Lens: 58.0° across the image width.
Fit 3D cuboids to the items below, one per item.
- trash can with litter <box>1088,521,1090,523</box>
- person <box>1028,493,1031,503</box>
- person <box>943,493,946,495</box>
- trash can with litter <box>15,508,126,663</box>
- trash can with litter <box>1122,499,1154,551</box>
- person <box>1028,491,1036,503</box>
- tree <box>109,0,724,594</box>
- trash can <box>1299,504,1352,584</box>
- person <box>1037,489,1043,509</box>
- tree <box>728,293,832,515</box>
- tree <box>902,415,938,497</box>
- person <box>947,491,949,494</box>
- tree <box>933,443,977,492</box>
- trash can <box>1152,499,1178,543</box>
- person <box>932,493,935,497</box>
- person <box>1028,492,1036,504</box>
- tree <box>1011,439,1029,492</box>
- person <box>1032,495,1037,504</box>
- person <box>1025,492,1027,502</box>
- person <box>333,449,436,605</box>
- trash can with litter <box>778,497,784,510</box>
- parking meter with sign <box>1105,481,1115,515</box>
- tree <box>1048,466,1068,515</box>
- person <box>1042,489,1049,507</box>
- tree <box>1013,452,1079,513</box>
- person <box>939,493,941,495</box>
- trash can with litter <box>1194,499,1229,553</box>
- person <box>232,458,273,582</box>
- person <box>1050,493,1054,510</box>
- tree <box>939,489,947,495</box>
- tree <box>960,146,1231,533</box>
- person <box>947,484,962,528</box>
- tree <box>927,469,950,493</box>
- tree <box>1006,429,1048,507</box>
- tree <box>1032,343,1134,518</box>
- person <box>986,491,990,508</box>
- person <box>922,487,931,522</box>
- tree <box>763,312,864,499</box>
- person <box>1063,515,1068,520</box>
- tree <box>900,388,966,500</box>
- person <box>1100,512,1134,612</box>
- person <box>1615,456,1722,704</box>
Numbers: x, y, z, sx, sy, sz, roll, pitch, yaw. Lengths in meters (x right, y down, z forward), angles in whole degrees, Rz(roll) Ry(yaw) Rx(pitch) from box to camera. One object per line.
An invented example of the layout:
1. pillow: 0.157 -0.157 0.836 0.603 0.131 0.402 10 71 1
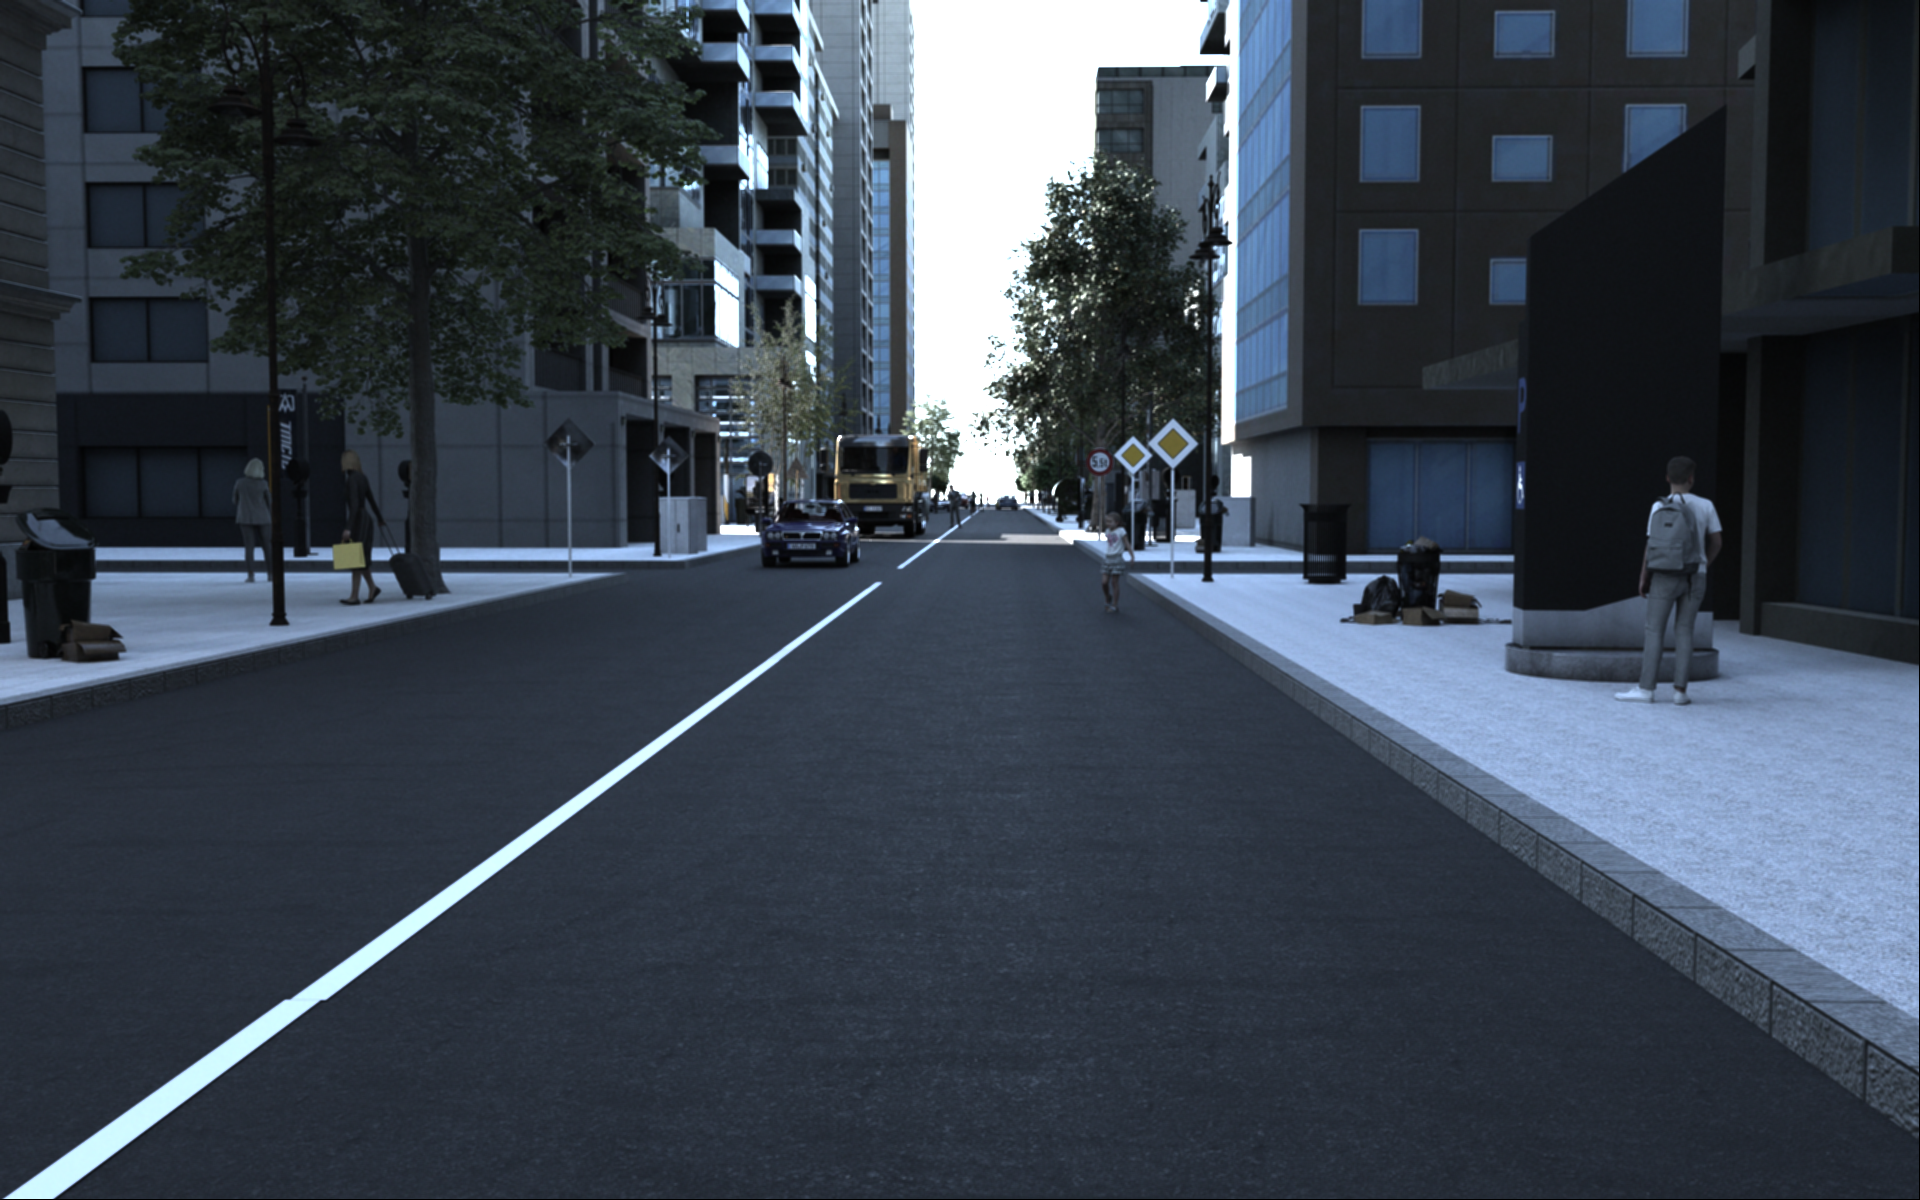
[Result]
1. trash can with litter: 6.543 -4.019 76.775 2.233 1.210 1.678 -1 4 -19
2. person: 10.257 -15.032 252.330 1.217 1.766 0.721 2 4 34
3. person: -2.323 -15.454 258.351 0.705 1.869 1.348 3 4 36
4. trash can with litter: -6.905 -0.133 13.566 1.055 1.170 0.624 2 4 35
5. trash can with litter: 3.893 -1.707 39.301 0.624 1.170 1.055 3 4 38
6. person: 9.448 -13.399 225.817 1.217 1.736 0.721 0 4 -3
7. tree: -6.799 -6.326 21.554 7.486 12.596 7.792 0 3 0
8. trash can: 5.244 -0.809 24.878 0.748 1.137 0.748 0 3 0
9. person: 6.706 -8.523 146.306 0.530 1.710 0.541 -3 5 -40
10. tree: -6.801 -6.962 64.193 4.360 8.622 3.978 0 3 0
11. tree: -4.220 -12.878 160.910 4.360 8.622 3.978 0 3 0
12. person: -1.810 -15.546 260.224 0.705 1.824 1.348 0 4 2
13. tree: -1.395 -20.404 268.024 7.601 10.594 8.767 2 4 25
14. trash can: 5.420 -2.098 45.953 0.748 1.137 0.748 0 3 0
15. person: -3.357 -14.395 241.403 0.705 1.824 1.348 3 5 44
16. person: 9.156 -13.146 221.772 1.217 1.735 0.721 2 4 33
17. tree: 5.373 -8.793 94.128 4.737 8.622 4.395 0 3 0
18. person: 9.929 -13.968 235.148 1.217 1.736 0.721 1 4 23
19. person: 10.105 -15.729 263.933 1.217 1.735 0.721 0 4 6
20. person: -6.820 -0.867 20.439 0.699 1.804 1.509 2 4 31
21. trash can with litter: -7.972 -3.896 75.092 0.624 1.170 1.055 -1 4 -10
22. parking meter with sign: 9.030 -6.654 105.062 1.738 3.016 0.543 -3 5 -43
23. tree: 5.923 -6.758 105.093 1.663 3.219 1.824 0 3 0
24. person: 8.159 -9.827 166.693 1.348 1.826 0.705 0 4 -3
25. tree: 6.443 -8.171 117.314 4.285 4.588 4.351 0 3 0
26. person: -2.675 -13.936 234.418 0.721 1.766 1.217 0 4 -3
27. trash can with litter: 5.516 -1.631 38.049 0.624 1.170 1.055 1 4 20
28. person: -10.325 -1.167 25.313 0.537 1.800 0.526 0 4 -8
29. person: 7.292 -7.985 136.610 0.705 1.822 1.348 0 4 7
30. tree: -2.109 -13.679 218.253 1.663 3.219 1.824 0 3 0
31. tree: 4.748 -8.583 57.345 9.611 12.733 9.660 0 3 0
32. person: -0.220 -4.008 73.835 0.655 1.846 0.447 0 4 3
33. tree: -2.665 -13.893 210.857 4.285 4.588 4.351 0 3 0
34. tree: 7.107 -13.460 170.431 4.360 8.622 3.978 0 3 0
35. tree: 5.787 -7.543 73.693 4.737 8.622 4.395 0 3 0
36. person: 2.789 -10.103 174.620 0.436 1.711 0.756 1 4 14
37. person: -1.759 -4.976 90.085 0.478 1.798 0.641 2 4 29
38. tree: -6.329 -7.396 71.286 4.737 8.622 4.395 0 3 0
39. person: 5.099 -4.837 85.113 0.713 1.824 0.794 2 4 31
40. tree: -2.773 -16.372 185.801 7.486 12.596 7.792 0 3 0
41. person: 1.944 -0.469 21.178 0.505 1.210 0.382 3 4 37
42. person: 4.355 -0.121 10.615 0.503 1.515 0.523 -2 4 -26
